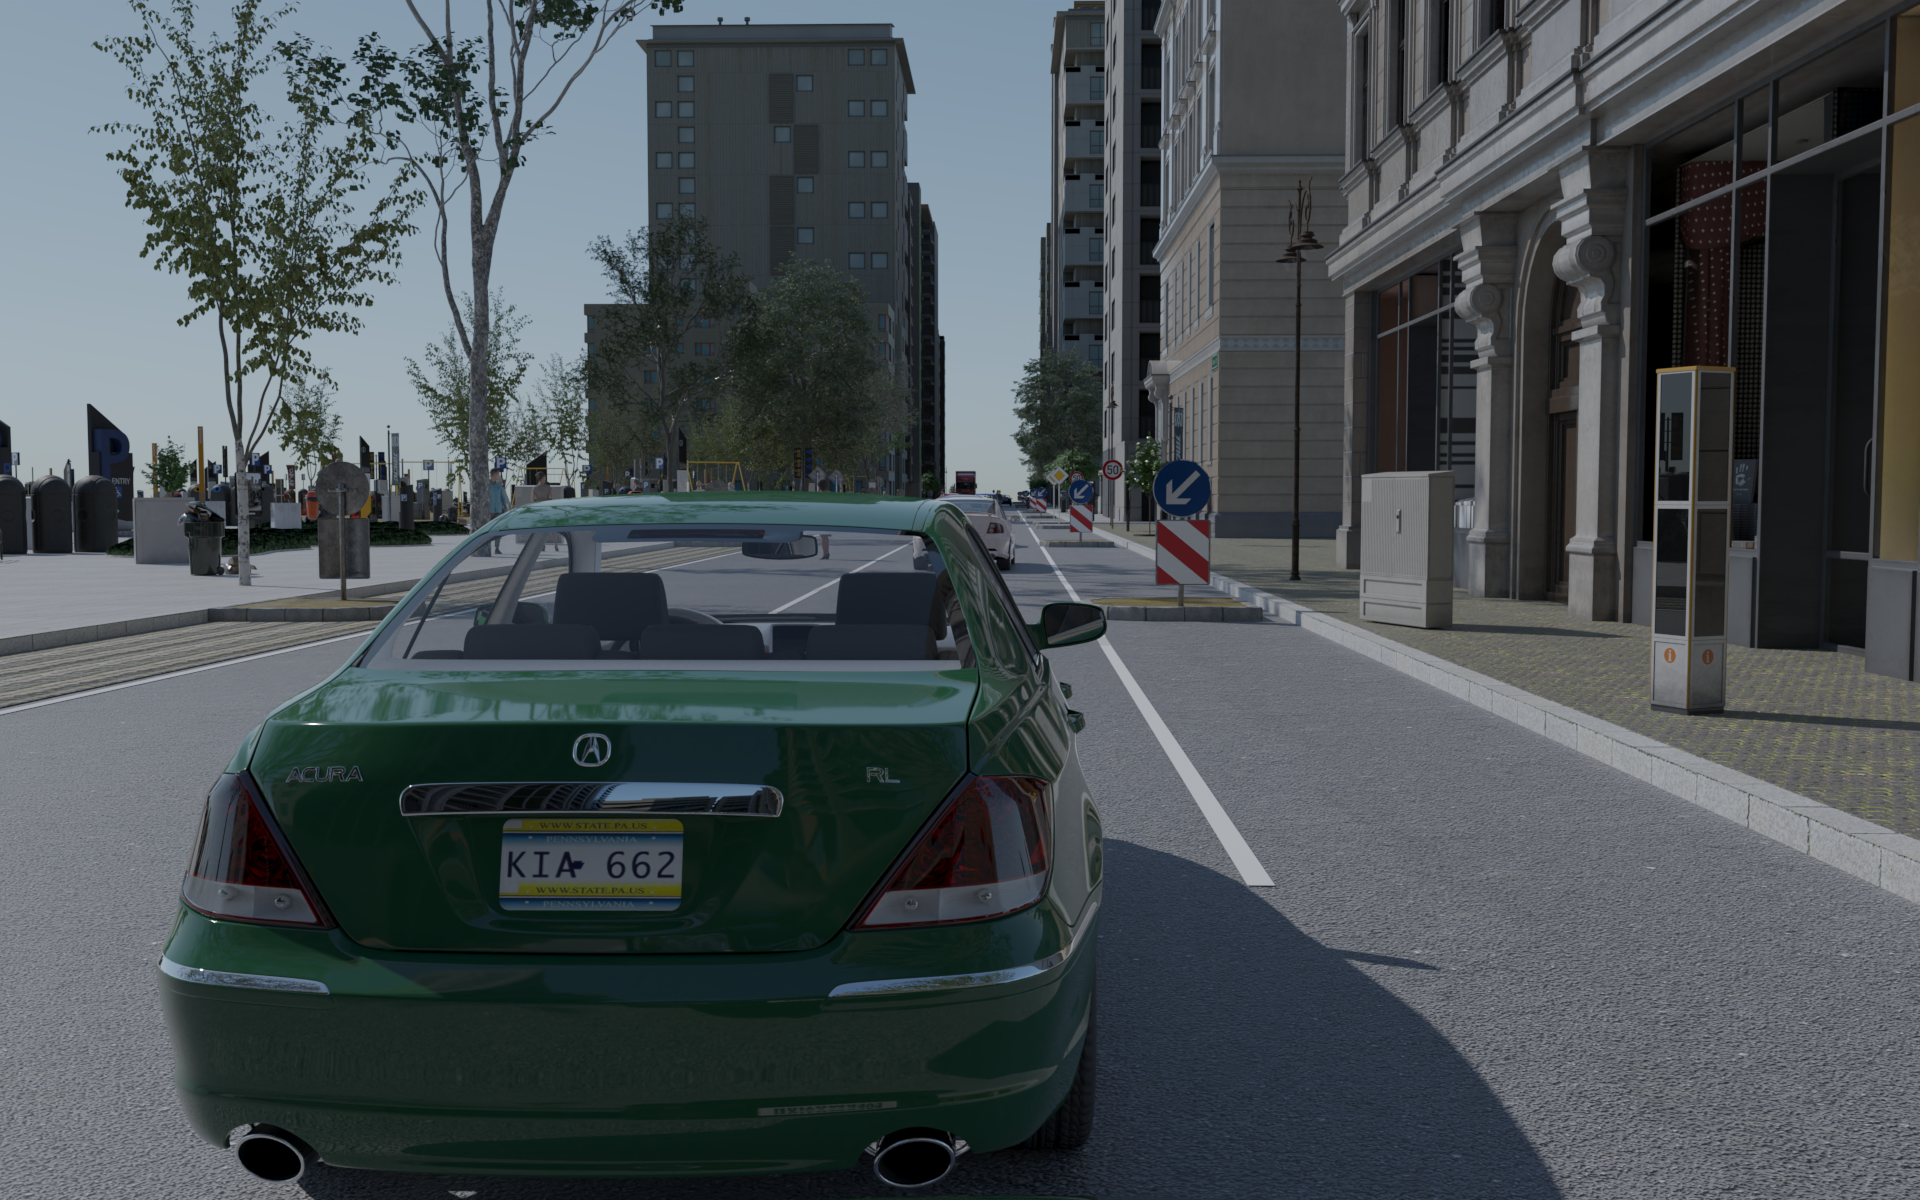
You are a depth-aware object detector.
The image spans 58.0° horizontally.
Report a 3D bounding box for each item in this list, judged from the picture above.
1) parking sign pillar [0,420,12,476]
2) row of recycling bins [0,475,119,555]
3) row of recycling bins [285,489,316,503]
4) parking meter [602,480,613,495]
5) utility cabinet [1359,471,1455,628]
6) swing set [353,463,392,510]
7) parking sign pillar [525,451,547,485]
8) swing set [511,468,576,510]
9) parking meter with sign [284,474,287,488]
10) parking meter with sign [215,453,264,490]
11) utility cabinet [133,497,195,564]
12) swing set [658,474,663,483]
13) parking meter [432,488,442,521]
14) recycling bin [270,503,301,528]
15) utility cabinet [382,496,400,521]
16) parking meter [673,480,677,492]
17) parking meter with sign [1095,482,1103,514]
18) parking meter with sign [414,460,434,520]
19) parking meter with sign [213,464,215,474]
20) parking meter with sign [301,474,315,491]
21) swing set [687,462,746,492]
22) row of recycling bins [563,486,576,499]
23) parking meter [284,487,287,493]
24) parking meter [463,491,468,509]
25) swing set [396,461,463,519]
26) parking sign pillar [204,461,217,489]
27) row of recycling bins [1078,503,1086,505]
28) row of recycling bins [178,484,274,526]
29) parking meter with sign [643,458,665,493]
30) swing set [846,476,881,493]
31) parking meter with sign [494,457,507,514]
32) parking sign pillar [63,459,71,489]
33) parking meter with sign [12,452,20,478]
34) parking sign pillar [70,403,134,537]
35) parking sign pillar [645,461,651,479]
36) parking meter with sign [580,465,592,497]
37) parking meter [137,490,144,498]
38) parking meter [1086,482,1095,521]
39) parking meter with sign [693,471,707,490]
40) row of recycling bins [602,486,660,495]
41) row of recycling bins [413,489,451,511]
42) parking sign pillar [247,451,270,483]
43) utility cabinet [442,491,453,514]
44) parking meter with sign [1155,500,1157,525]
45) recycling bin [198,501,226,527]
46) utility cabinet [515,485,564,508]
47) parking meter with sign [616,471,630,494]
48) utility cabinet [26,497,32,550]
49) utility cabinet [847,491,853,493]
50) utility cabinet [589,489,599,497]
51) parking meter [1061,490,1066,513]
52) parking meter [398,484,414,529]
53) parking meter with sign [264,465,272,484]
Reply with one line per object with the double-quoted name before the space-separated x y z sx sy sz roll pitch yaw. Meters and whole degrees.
"parking sign pillar" -26.329 -3.565 46.754 1.447 3.967 1.447 0 4 5
"row of recycling bins" -20.074 -1.851 37.374 3.534 1.692 1.069 -3 5 -43
"row of recycling bins" -48.870 -7.516 130.004 3.534 1.692 1.069 0 4 -5
"parking meter" -14.622 -4.052 71.962 0.399 1.863 0.255 1 4 10
"utility cabinet" 4.338 -0.502 16.891 0.318 1.500 1.173 -1 4 -18
"swing set" -30.220 -5.506 87.645 3.119 2.851 2.862 0 4 -7
"parking sign pillar" -26.260 -7.267 107.281 1.447 3.967 1.447 -2 4 -32
"swing set" -24.994 -6.513 104.101 3.119 2.851 2.862 1 4 12
"parking meter with sign" -58.978 -9.366 149.399 1.738 3.016 0.543 -3 4 -36
"parking meter with sign" -30.450 -4.704 73.177 1.738 3.016 0.543 1 4 19
"utility cabinet" -14.695 -1.274 31.999 1.020 1.237 0.306 -2 4 -32
"swing set" -23.435 -8.617 138.502 2.862 2.851 3.119 0 4 1
"parking meter" -21.593 -3.863 71.574 0.372 1.533 0.369 0 3 0
"recycling bin" -19.414 -2.283 49.889 0.722 1.027 0.722 -2 4 -31
"utility cabinet" -21.539 -3.346 65.863 0.306 1.237 1.020 1 4 19
"parking meter" -11.561 -3.912 69.668 0.255 1.863 0.399 3 4 36
"parking meter with sign" 9.286 -6.963 110.105 1.738 3.016 0.543 1 4 9
"parking meter with sign" -26.920 -5.534 86.741 0.543 3.016 1.738 0 4 5
"parking meter with sign" -43.451 -6.512 102.735 0.543 3.016 1.738 1 4 15
"parking meter with sign" -55.870 -9.374 149.527 1.738 3.016 0.543 0 4 4
"swing set" -11.939 -5.296 84.205 3.119 2.851 2.862 -2 4 -35
"row of recycling bins" -19.707 -4.625 82.737 1.069 1.692 3.534 2 4 31
"parking meter" -53.445 -8.034 137.071 0.399 1.863 0.255 -2 4 -26
"parking meter" -41.862 -8.451 146.582 0.372 1.533 0.369 0 3 0
"swing set" -25.359 -5.234 83.202 3.119 2.851 2.862 -1 4 -12
"parking sign pillar" -61.370 -9.364 141.565 1.447 3.967 1.447 0 3 0
"row of recycling bins" 10.191 -8.247 141.945 1.069 1.692 3.534 0 4 3
"row of recycling bins" -29.270 -3.818 69.534 3.534 1.692 1.069 0 4 3
"parking meter with sign" -14.746 -5.264 82.334 0.543 3.016 1.738 2 4 27
"swing set" -8.376 -9.377 150.932 3.119 2.851 2.862 -2 4 -24
"parking meter with sign" -21.858 -5.278 82.559 0.543 3.016 1.738 -1 4 -14
"parking sign pillar" -68.425 -8.841 133.025 1.447 3.967 1.447 -3 5 -42
"parking meter with sign" -39.791 -4.602 71.496 0.543 3.016 1.738 3 4 36
"parking sign pillar" -25.557 -3.895 52.149 1.447 3.967 1.447 1 4 20
"parking sign pillar" -25.620 -9.412 142.356 1.447 3.967 1.447 -1 4 -9
"parking meter with sign" -22.170 -6.482 102.248 0.543 3.016 1.738 0 4 -2
"parking meter" -49.929 -5.941 105.539 0.372 1.533 0.369 0 3 0
"parking meter" 6.114 -4.625 81.330 0.399 1.863 0.255 -2 4 -28
"parking meter with sign" -19.300 -8.252 131.184 1.738 3.016 0.543 -1 4 -19
"row of recycling bins" -17.878 -5.338 94.383 3.534 1.692 1.069 1 4 18
"row of recycling bins" -40.190 -7.564 130.792 3.534 1.692 1.069 -1 4 -17
"parking sign pillar" -43.405 -7.256 107.106 1.447 3.967 1.447 -3 5 -40
"utility cabinet" -32.823 -6.228 110.511 0.318 1.500 1.173 1 4 18
"parking meter with sign" 8.773 -4.618 71.767 1.738 3.016 0.543 3 5 45
"recycling bin" -26.512 -2.982 61.314 0.722 1.027 0.722 3 4 38
"utility cabinet" -10.731 -2.172 44.193 1.173 1.500 0.318 0 4 0
"parking meter with sign" -25.678 -8.215 130.571 1.738 3.016 0.543 3 4 36
"utility cabinet" -21.687 -1.771 40.115 1.020 1.237 0.306 2 4 26
"utility cabinet" -9.210 -8.410 146.177 0.318 1.500 1.173 1 4 20
"utility cabinet" -17.199 -4.450 81.437 0.318 1.500 1.173 -1 4 -21
"parking meter" 7.079 -6.740 118.603 0.372 1.533 0.369 0 3 0
"parking meter" -14.500 -2.260 45.361 0.372 1.533 0.369 0 3 0
"parking meter with sign" -41.471 -6.494 102.436 0.543 3.016 1.738 1 4 17
